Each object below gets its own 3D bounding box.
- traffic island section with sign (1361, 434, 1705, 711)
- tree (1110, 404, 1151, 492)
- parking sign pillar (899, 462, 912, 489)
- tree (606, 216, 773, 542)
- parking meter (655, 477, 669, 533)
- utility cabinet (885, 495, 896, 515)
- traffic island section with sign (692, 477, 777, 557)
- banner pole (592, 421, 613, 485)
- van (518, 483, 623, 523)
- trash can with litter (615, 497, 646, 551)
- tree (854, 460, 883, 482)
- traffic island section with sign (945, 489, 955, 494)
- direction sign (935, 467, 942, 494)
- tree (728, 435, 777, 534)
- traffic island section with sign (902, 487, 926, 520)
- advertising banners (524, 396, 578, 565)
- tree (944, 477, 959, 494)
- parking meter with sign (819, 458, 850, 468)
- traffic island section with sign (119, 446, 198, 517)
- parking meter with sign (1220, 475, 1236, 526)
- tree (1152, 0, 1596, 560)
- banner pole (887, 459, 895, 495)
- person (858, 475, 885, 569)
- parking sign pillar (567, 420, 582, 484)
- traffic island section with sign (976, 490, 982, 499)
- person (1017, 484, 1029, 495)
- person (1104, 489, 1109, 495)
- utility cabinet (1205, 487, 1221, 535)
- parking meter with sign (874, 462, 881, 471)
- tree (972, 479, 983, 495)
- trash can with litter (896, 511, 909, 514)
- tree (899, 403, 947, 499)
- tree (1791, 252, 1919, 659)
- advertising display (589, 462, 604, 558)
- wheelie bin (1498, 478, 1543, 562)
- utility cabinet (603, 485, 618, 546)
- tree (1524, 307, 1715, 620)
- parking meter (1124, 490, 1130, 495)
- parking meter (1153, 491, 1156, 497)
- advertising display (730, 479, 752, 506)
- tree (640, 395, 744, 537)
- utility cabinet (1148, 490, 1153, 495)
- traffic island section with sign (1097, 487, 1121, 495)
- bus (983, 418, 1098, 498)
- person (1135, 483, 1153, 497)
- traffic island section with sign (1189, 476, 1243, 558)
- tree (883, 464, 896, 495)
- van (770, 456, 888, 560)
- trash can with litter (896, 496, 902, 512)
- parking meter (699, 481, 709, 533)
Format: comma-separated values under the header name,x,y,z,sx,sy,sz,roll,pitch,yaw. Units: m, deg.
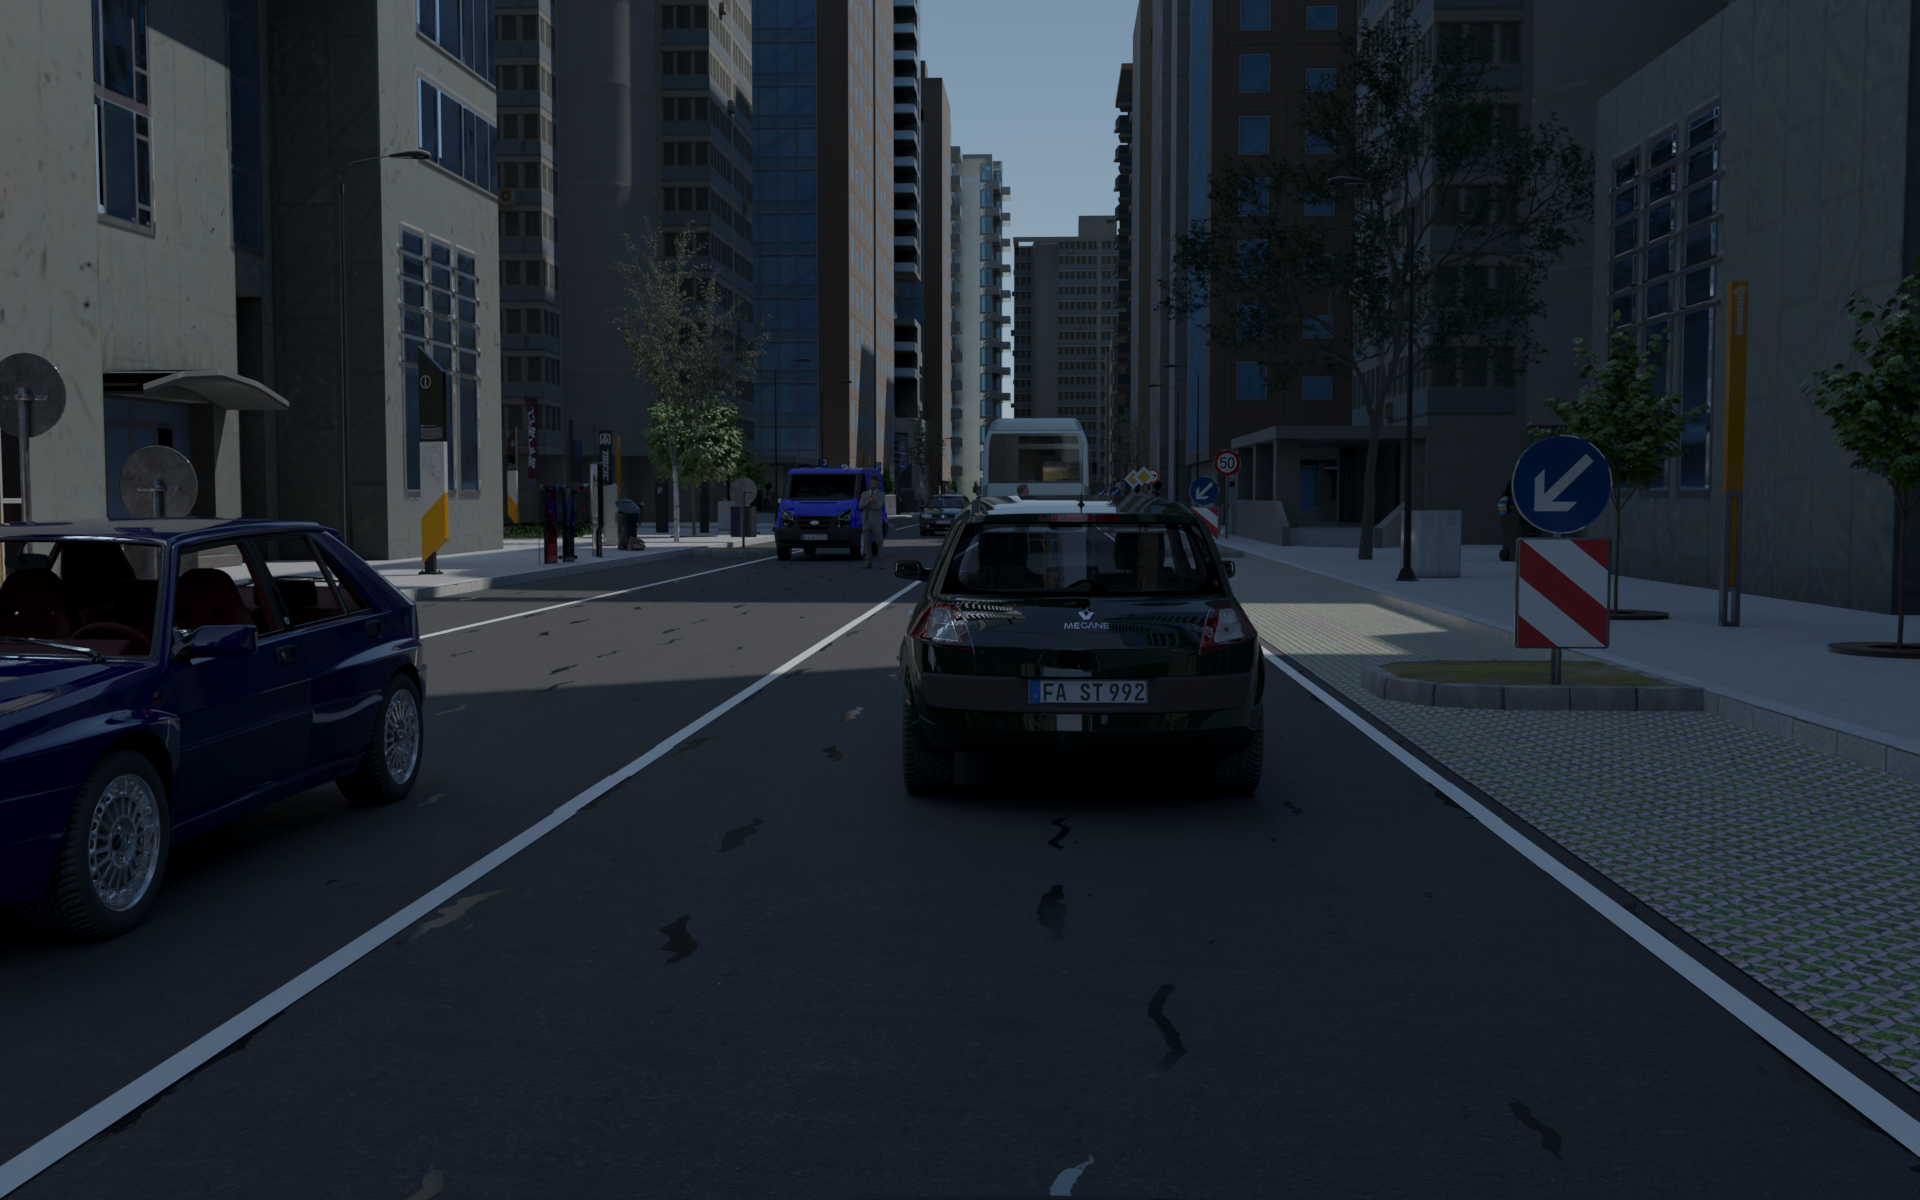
name,x,y,z,sx,sy,sz,roll,pitch,yaw
traffic island section with sign,3.951,-0.227,12.345,1.989,1.847,2.006,0,4,3
tree,13.993,-11.586,139.786,4.360,8.622,3.978,0,3,0
parking sign pillar,-4.558,-9.518,144.083,1.447,3.967,1.447,2,4,34
tree,-7.450,-5.876,46.431,4.360,8.622,3.978,0,3,0
parking meter,-9.869,-3.154,57.285,0.399,1.863,0.255,1,4,21
utility cabinet,-4.375,-5.680,104.035,1.020,1.237,0.306,0,4,-8
traffic island section with sign,-5.085,-1.945,40.432,1.989,1.847,2.006,0,4,3
banner pole,-12.344,-4.255,59.587,0.863,3.779,0.401,0,4,3
van,-15.008,-3.639,66.505,4.112,2.044,2.013,0,4,3
trash can with litter,-7.450,-1.718,39.482,0.624,1.170,1.055,-2,4,-34
tree,-5.788,-6.385,98.990,1.663,3.219,1.824,0,3,0
traffic island section with sign,-0.655,-6.998,123.053,1.989,1.847,2.006,0,4,3
direction sign,-1.819,-9.398,145.654,0.379,3.537,0.876,-3,5,-40
tree,-7.002,-3.759,56.056,1.663,3.219,1.824,0,3,0
traffic island section with sign,-2.137,-5.321,95.628,1.989,1.847,2.006,0,4,3
advertising banners,-7.538,-2.184,31.889,0.090,3.025,2.074,1,4,12
tree,-0.657,-11.044,175.176,1.663,3.219,1.824,0,3,0
parking meter with sign,-6.053,-5.365,83.973,1.738,3.016,0.543,3,5,42
traffic island section with sign,-6.527,-0.299,13.515,1.989,1.847,2.006,0,4,3
parking meter with sign,11.174,-4.506,69.932,1.738,3.016,0.543,3,5,44
tree,7.886,-6.048,33.290,8.767,10.594,7.601,0,4,6
banner pole,-4.958,-8.167,123.541,0.863,3.779,0.401,-3,5,-40
person,-1.693,-1.503,33.259,0.511,1.800,0.466,0,4,7
parking sign pillar,-14.112,-4.579,63.343,1.447,3.967,1.447,-1,4,-17
traffic island section with sign,1.976,-10.016,172.389,1.989,1.847,2.006,0,4,3
person,1.069,-1.189,29.751,0.330,1.601,0.589,2,4,27
person,9.562,-6.258,111.168,0.716,1.782,0.532,1,4,16
utility cabinet,7.839,-2.760,53.810,0.318,1.500,1.173,1,4,18
parking meter with sign,-5.107,-5.975,93.948,1.738,3.016,0.543,3,4,36
tree,2.000,-13.623,217.329,1.663,3.219,1.824,0,3,0
trash can with litter,-4.068,-6.319,114.368,2.233,1.210,1.678,-1,4,-15
tree,-2.795,-11.428,137.215,4.360,8.622,3.978,0,3,0
tree,7.681,-1.173,13.778,1.663,3.219,1.824,0,3,0
advertising display,-7.417,-1.843,35.354,0.123,1.923,0.974,-1,4,-21
wheelie bin,10.753,-1.534,32.993,0.980,1.594,0.693,-1,4,-19
utility cabinet,-8.697,-2.101,43.032,0.318,1.500,1.173,-1,4,-15
tree,6.868,-1.438,18.119,1.663,3.219,1.824,0,3,0
parking meter,11.421,-6.739,118.588,0.372,1.533,0.369,0,3,0
parking meter,10.923,-5.495,98.256,0.372,1.533,0.369,0,3,0
advertising display,-7.829,-3.468,61.910,0.974,1.923,0.123,2,4,35
tree,-7.977,-4.182,52.092,4.285,4.588,4.351,0,3,0
utility cabinet,9.734,-4.912,88.983,0.318,1.500,1.173,1,4,11
traffic island section with sign,8.385,-5.292,95.159,1.989,1.847,2.006,0,4,3
bus,2.370,-3.287,48.607,2.948,3.499,13.247,0,4,5
person,5.797,-2.836,55.219,0.716,1.782,0.532,0,4,7
traffic island section with sign,5.427,-1.903,39.736,1.989,1.847,2.006,0,4,3
tree,-4.731,-7.075,110.282,1.663,3.219,1.824,0,3,0
van,-2.886,-2.133,39.266,2.240,2.365,5.245,0,4,4
trash can with litter,-4.433,-6.557,118.592,0.624,1.170,1.055,1,4,17
parking meter,-8.473,-3.160,57.380,0.255,1.863,0.399,-1,4,-19
